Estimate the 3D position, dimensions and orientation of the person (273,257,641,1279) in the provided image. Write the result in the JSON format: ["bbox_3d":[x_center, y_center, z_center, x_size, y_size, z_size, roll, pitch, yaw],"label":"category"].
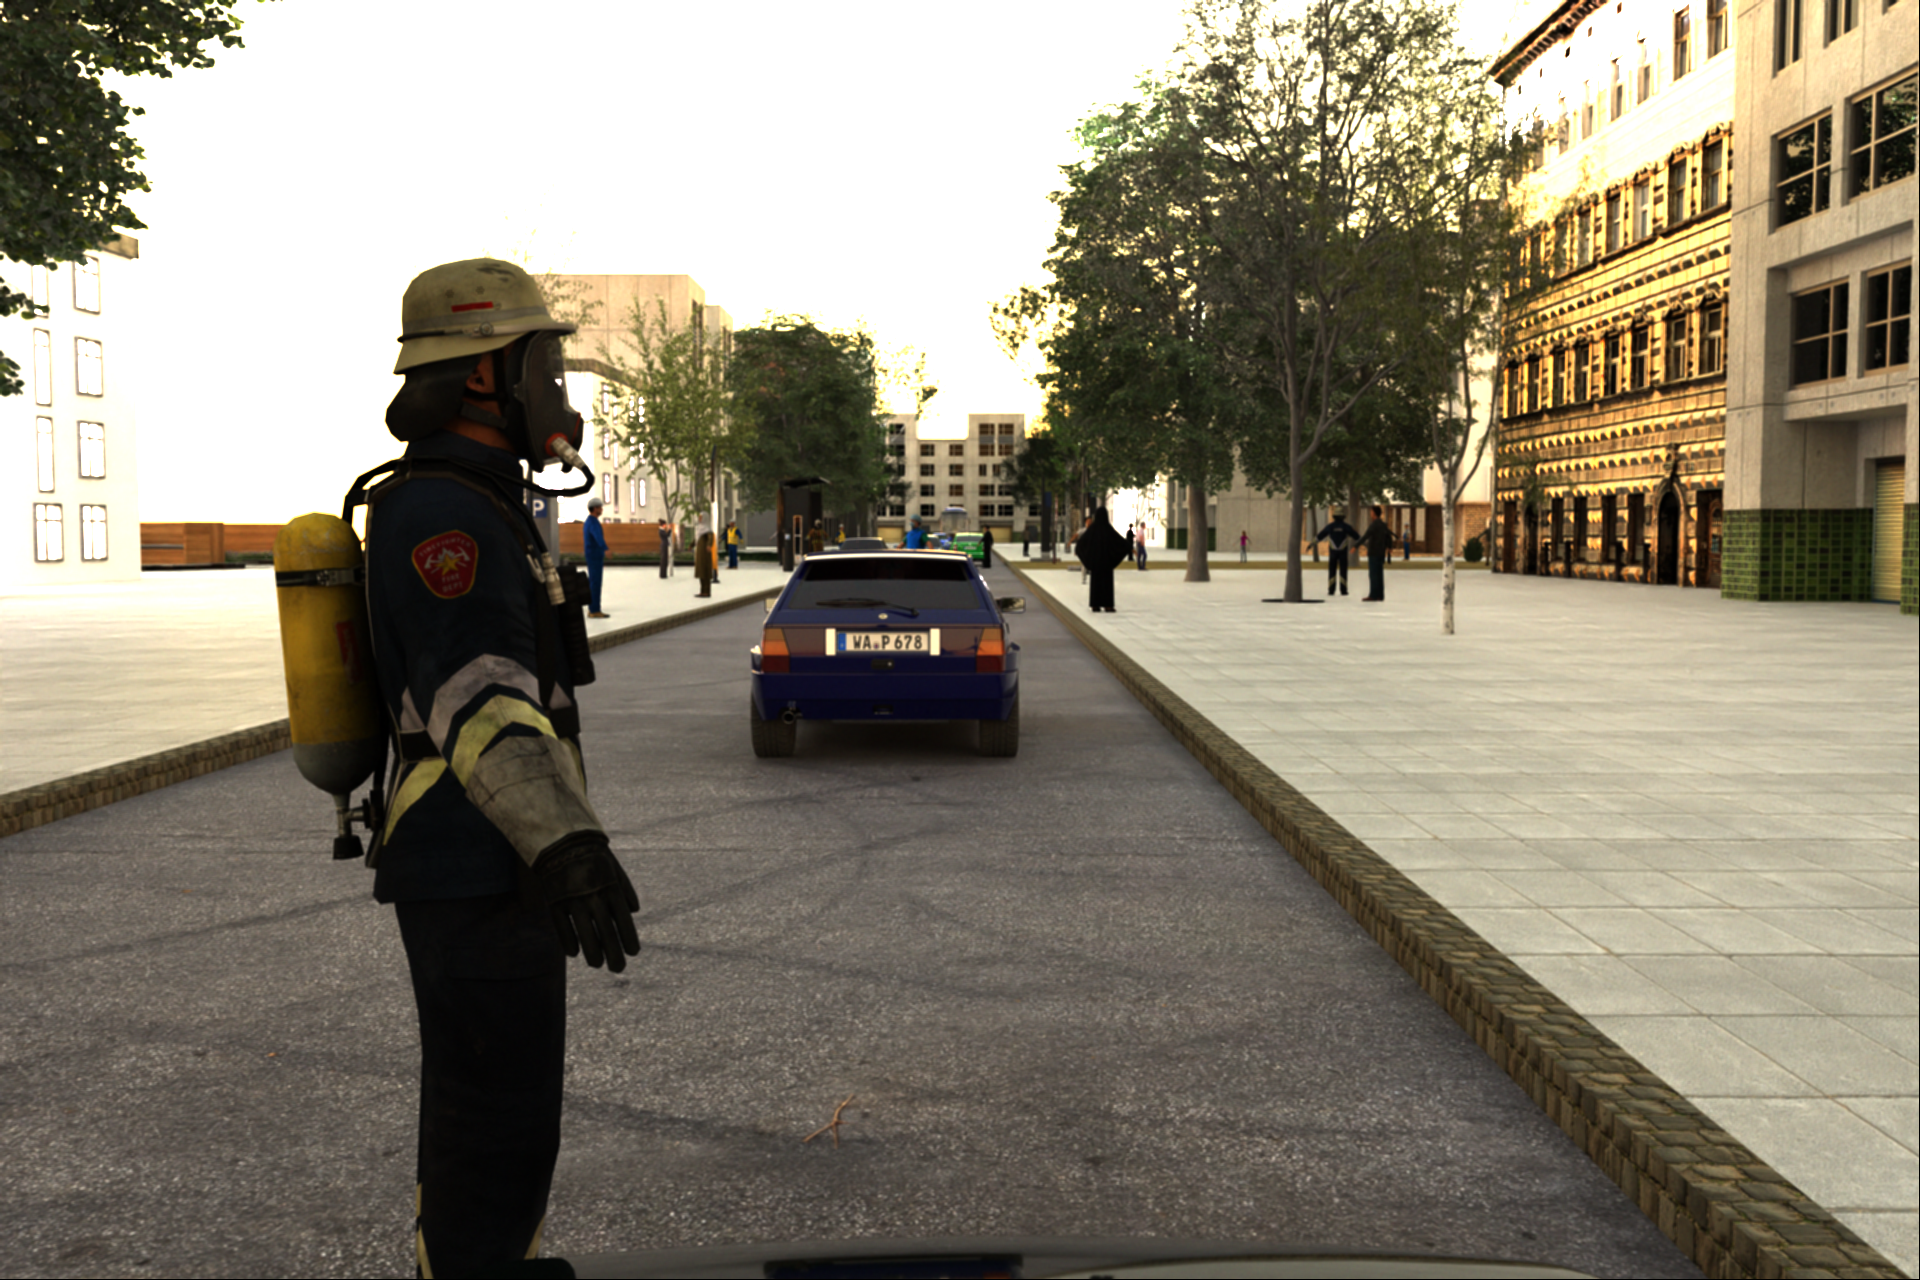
[{"bbox_3d":[-0.724,0.337,2.732,0.705,1.856,1.354,-1,4,-19],"label":"person"}]

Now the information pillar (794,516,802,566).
[{"bbox_3d":[-6.523,-3.994,69.793,0.304,2.012,0.304,0,4,1],"label":"information pillar"}]

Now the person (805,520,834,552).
[{"bbox_3d":[-5.597,-3.834,68.461,1.354,1.858,0.705,-3,4,-36],"label":"person"}]

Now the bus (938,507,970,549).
[{"bbox_3d":[-0.446,-10.417,161.860,2.896,3.916,12.251,0,4,1],"label":"bus"}]

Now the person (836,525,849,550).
[{"bbox_3d":[-5.996,-5.038,88.843,0.721,1.772,1.216,2,4,33],"label":"person"}]

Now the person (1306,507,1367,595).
[{"bbox_3d":[7.970,-1.871,36.461,1.351,1.845,0.704,1,4,17],"label":"person"}]

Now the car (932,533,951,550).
[{"bbox_3d":[-1.720,-8.220,143.981,1.945,1.707,3.694,0,4,0],"label":"car"}]

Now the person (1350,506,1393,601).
[{"bbox_3d":[7.950,-1.660,33.203,1.348,1.821,0.705,-3,5,-43],"label":"person"}]

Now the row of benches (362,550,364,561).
[{"bbox_3d":[-22.978,-3.279,69.070,1.422,0.672,4.104,2,4,23],"label":"row of benches"}]

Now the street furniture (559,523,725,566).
[{"bbox_3d":[-13.053,-3.909,70.774,11.010,1.723,9.812,0,4,-2],"label":"street furniture"}]

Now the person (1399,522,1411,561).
[{"bbox_3d":[21.472,-4.740,83.354,0.705,1.847,1.347,0,4,-6],"label":"person"}]

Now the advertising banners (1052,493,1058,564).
[{"bbox_3d":[4.049,-4.754,73.908,0.090,3.025,2.074,0,4,-1],"label":"advertising banners"}]

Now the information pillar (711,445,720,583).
[{"bbox_3d":[-6.416,-3.296,45.242,0.183,3.616,0.504,0,4,1],"label":"information pillar"}]

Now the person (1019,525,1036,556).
[{"bbox_3d":[3.824,-5.703,99.378,0.705,1.813,1.348,3,5,44],"label":"person"}]

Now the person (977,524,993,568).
[{"bbox_3d":[1.116,-3.934,72.717,0.705,1.837,1.347,2,4,28],"label":"person"}]

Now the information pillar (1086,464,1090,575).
[{"bbox_3d":[4.055,-3.895,55.042,0.183,3.616,0.504,0,3,0],"label":"information pillar"}]

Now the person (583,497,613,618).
[{"bbox_3d":[-5.578,-1.268,26.612,0.705,1.842,1.347,-1,4,-22],"label":"person"}]

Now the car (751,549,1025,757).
[{"bbox_3d":[-0.483,0.007,12.468,1.945,1.354,3.894,0,4,0],"label":"car"}]

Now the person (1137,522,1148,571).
[{"bbox_3d":[6.456,-3.314,61.169,0.436,1.711,0.756,0,4,5],"label":"person"}]

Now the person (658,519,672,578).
[{"bbox_3d":[-8.447,-2.638,49.983,0.742,1.727,0.445,3,5,40],"label":"person"}]

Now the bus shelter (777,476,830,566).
[{"bbox_3d":[-6.602,-5.034,73.583,1.731,3.624,6.357,0,4,0],"label":"bus shelter"}]

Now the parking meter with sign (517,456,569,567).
[{"bbox_3d":[-6.924,-1.992,28.823,0.543,3.016,1.738,0,4,0],"label":"parking meter with sign"}]

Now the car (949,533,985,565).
[{"bbox_3d":[0.416,-4.261,78.469,1.959,1.807,4.718,0,4,-1],"label":"car"}]

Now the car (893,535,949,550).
[{"bbox_3d":[-1.410,-3.118,62.975,2.014,1.417,4.499,0,4,1],"label":"car"}]

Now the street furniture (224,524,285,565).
[{"bbox_3d":[-31.534,-4.170,75.037,9.812,1.723,11.010,0,4,-2],"label":"street furniture"}]

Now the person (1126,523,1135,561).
[{"bbox_3d":[8.240,-4.707,83.139,0.705,1.806,1.347,-1,4,-19],"label":"person"}]

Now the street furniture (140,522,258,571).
[{"bbox_3d":[-30.678,-3.500,64.072,11.010,1.723,9.812,1,4,20],"label":"street furniture"}]

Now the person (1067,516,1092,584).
[{"bbox_3d":[3.342,-2.318,44.664,1.217,1.739,0.721,-1,4,-13],"label":"person"}]

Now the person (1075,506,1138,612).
[{"bbox_3d":[2.386,-1.331,28.549,1.214,1.737,0.721,3,4,38],"label":"person"}]

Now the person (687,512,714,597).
[{"bbox_3d":[-5.272,-1.736,35.164,0.721,1.736,1.217,-2,4,-28],"label":"person"}]

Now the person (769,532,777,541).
[{"bbox_3d":[-9.980,-5.518,96.407,1.347,1.806,0.705,1,4,21],"label":"person"}]

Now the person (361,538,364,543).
[{"bbox_3d":[-11.856,-1.794,35.505,0.704,1.807,1.345,2,4,30],"label":"person"}]

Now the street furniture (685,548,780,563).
[{"bbox_3d":[-9.750,-3.949,80.191,10.072,0.657,5.734,0,4,-5],"label":"street furniture"}]

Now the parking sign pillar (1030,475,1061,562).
[{"bbox_3d":[3.970,-5.612,80.234,1.447,3.967,1.447,0,4,1],"label":"parking sign pillar"}]

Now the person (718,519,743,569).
[{"bbox_3d":[-8.385,-3.533,63.737,1.349,1.833,0.705,3,5,43],"label":"person"}]

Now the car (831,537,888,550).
[{"bbox_3d":[-3.028,-2.553,54.322,1.945,1.354,3.894,0,4,0],"label":"car"}]

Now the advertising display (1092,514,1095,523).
[{"bbox_3d":[4.398,-3.145,56.631,0.123,1.923,0.974,0,4,0],"label":"advertising display"}]

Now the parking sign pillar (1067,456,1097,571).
[{"bbox_3d":[4.458,-4.384,60.144,1.447,3.967,1.447,0,4,0],"label":"parking sign pillar"}]

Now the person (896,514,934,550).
[{"bbox_3d":[-0.898,-1.554,33.987,0.704,1.817,1.347,-3,5,-43],"label":"person"}]

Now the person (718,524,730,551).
[{"bbox_3d":[-13.104,-5.619,97.805,1.347,1.837,0.705,-3,5,-43],"label":"person"}]
